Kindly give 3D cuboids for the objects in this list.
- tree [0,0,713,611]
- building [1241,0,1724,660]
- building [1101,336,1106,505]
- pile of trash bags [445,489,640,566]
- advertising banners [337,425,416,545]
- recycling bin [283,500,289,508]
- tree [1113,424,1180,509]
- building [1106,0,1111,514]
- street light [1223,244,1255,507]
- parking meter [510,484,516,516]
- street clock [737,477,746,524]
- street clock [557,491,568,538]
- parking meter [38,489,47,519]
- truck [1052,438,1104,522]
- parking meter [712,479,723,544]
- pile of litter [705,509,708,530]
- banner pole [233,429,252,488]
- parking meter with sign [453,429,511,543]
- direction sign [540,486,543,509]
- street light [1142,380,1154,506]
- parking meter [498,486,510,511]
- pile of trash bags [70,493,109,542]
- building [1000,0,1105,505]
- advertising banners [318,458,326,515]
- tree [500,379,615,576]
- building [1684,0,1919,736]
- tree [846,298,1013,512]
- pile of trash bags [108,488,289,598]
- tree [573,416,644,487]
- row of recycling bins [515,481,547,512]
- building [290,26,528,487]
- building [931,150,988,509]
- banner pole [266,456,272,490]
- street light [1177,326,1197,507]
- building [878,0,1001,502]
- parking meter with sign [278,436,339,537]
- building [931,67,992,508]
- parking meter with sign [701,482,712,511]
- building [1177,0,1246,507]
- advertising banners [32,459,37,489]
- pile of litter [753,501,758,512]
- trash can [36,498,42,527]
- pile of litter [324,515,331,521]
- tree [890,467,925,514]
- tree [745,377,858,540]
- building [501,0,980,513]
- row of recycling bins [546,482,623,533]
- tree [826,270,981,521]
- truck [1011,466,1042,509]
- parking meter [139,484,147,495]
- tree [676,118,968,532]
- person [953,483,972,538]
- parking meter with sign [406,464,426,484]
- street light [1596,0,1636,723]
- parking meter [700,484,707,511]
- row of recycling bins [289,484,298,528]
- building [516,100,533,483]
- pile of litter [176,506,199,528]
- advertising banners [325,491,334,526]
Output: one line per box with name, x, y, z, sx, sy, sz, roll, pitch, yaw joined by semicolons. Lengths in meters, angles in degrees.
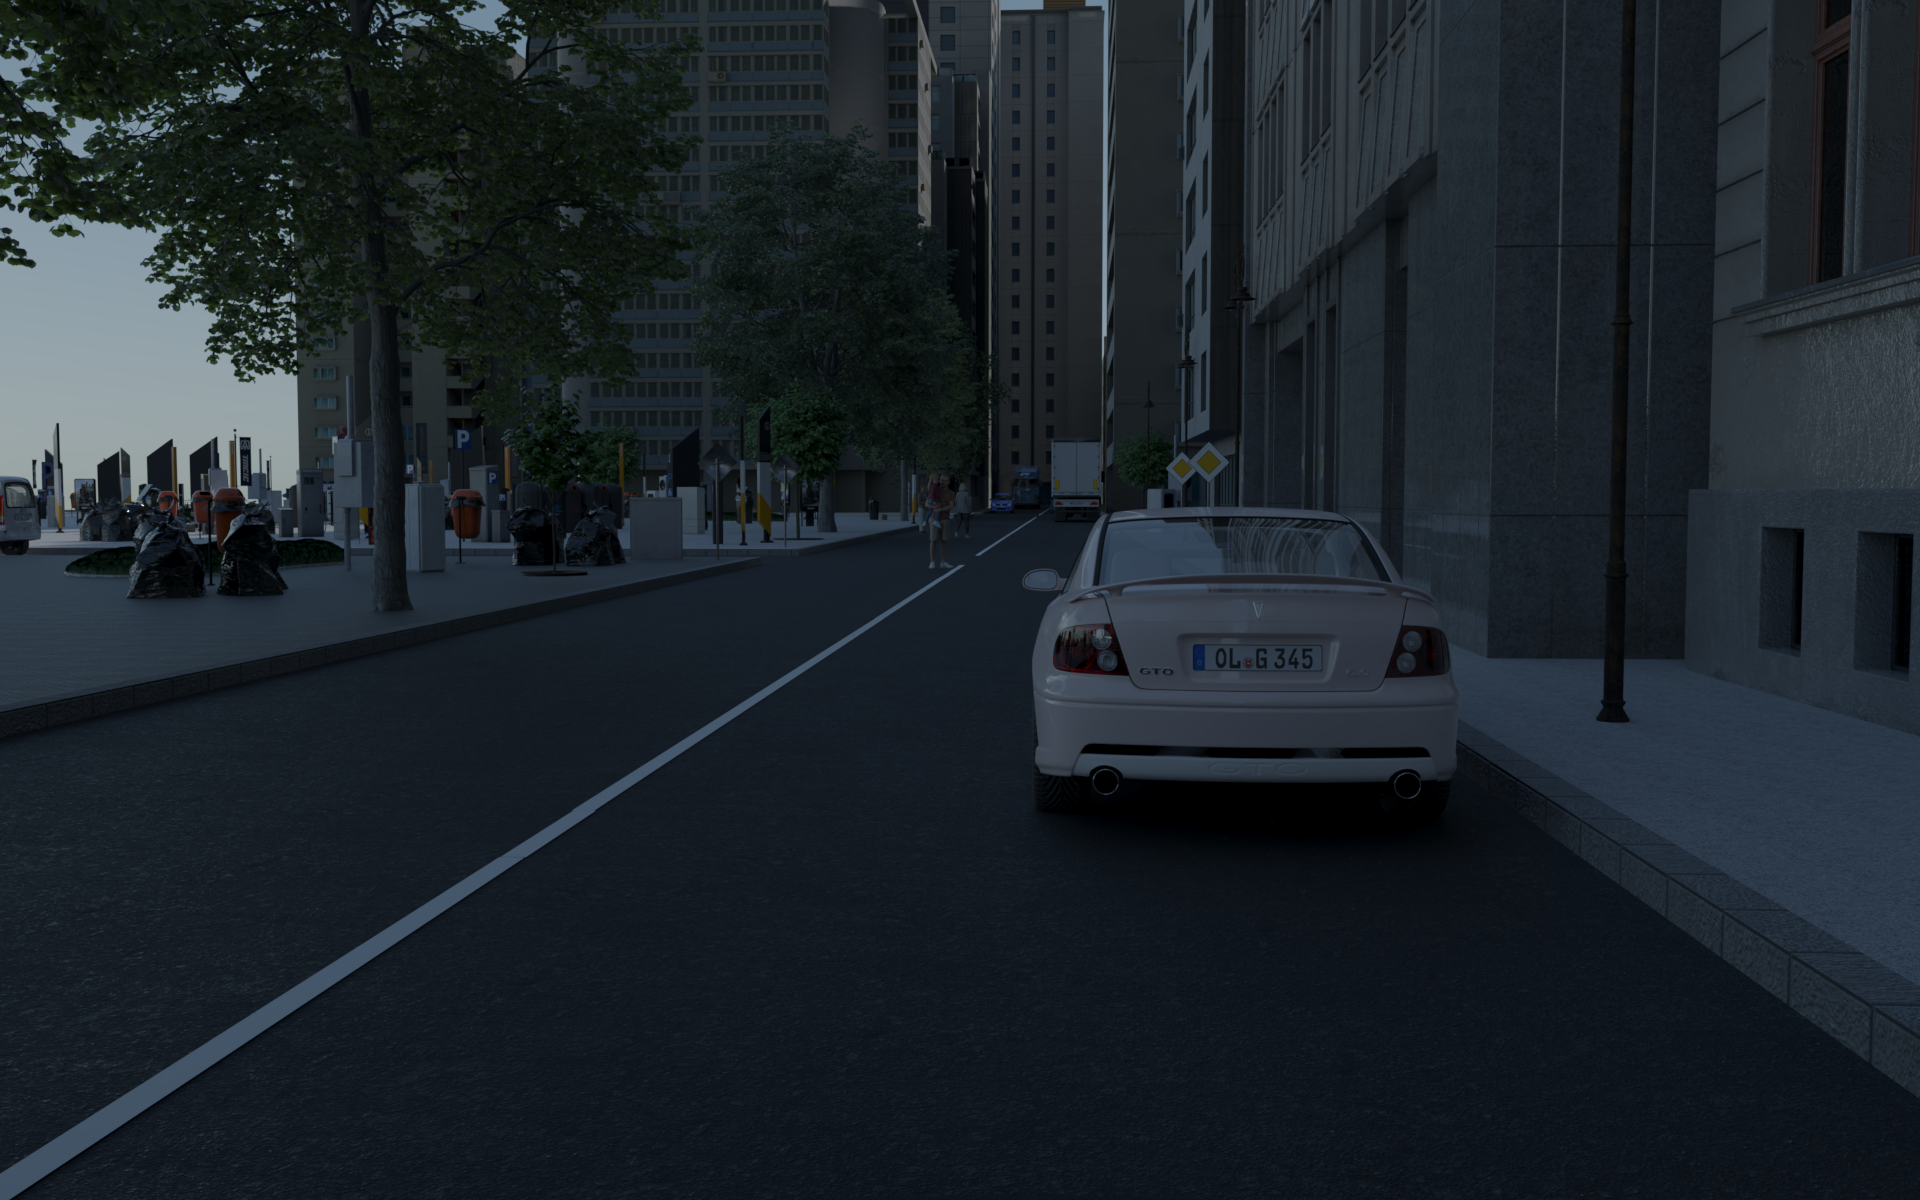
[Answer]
tree;-6.744;-6.160;18.835;7.486;12.596;7.792;0;3;0
building;10.748;-12.492;22.274;12.078;24.808;19.932;0;4;4
building;32.079;-22.448;212.057;28.899;21.520;27.650;0;4;4
pile of trash bags;-7.819;-1.351;31.844;3.447;1.369;1.912;1;4;15
advertising banners;-14.698;-2.907;43.724;2.074;3.025;0.090;0;4;6
recycling bin;-30.345;-4.056;78.866;0.722;1.027;0.722;0;4;-6
tree;8.807;-5.953;81.039;4.285;4.588;4.351;0;3;0
building;19.460;-29.161;100.490;21.300;48.544;21.600;0;4;4
street light;5.173;-3.638;32.261;0.468;5.910;1.993;0;4;4
parking meter;-26.109;-5.843;101.237;0.255;1.863;0.399;-3;4;-37
street clock;-9.346;-4.252;74.089;0.358;2.002;0.471;-1;4;-23
street clock;-11.501;-2.780;50.018;0.358;2.002;0.471;1;4;10
parking meter;-47.283;-4.942;89.209;0.372;1.533;0.369;0;3;0
truck;6.258;-6.305;92.002;2.839;4.237;11.283;0;4;5
parking meter;-6.209;-2.364;44.370;0.255;1.863;0.399;-1;4;-12
pile of litter;-9.478;-2.910;61.547;1.176;0.858;1.719;1;4;10
banner pole;-27.580;-4.679;66.525;0.401;3.779;0.863;3;5;41
parking meter with sign;-12.658;-3.044;46.023;1.738;3.016;0.543;2;4;34
direction sign;-10.455;-3.134;43.235;0.379;3.537;0.876;0;4;-8
street light;7.649;-5.969;70.376;0.468;5.910;1.993;0;4;4
parking meter;-12.771;-2.447;48.412;0.372;1.533;0.369;0;3;0
pile of trash bags;-22.394;-2.339;47.991;1.912;1.369;3.447;3;5;44
building;3.054;-40.838;209.700;28.212;58.520;21.231;0;4;4
advertising banners;-31.059;-5.390;84.318;0.090;3.025;2.074;-1;4;-10
tree;-6.297;-2.006;27.397;1.663;3.219;1.824;0;3;0
building;10.790;-13.024;0.334;14.401;28.519;23.554;0;4;4
tree;-1.761;-11.192;99.992;9.611;12.733;9.660;0;3;0
pile of trash bags;-9.902;-0.811;23.016;1.912;1.369;3.447;-1;4;-16
tree;-14.848;-5.468;73.115;4.285;4.588;4.351;0;3;0
row of recycling bins;-16.003;-3.683;67.329;1.069;1.692;3.534;-3;4;-38
building;-56.325;-34.341;185.180;21.600;48.544;21.300;0;4;4
building;-4.983;-23.058;148.703;14.160;30.474;14.107;0;4;4
banner pole;-45.135;-7.536;113.225;0.401;3.779;0.863;0;4;3
street light;6.243;-4.587;47.789;0.468;5.910;1.993;0;4;4
building;-6.387;-45.505;182.251;20.611;71.187;20.563;0;4;4
parking meter with sign;-19.463;-3.397;51.799;1.738;3.016;0.543;-3;4;-36
building;-4.368;-29.297;162.597;14.154;41.232;14.086;0;4;4
parking meter with sign;-16.296;-7.042;111.397;1.738;3.016;0.543;-1;4;-9
building;13.305;-16.773;45.943;14.107;30.474;14.160;0;4;4
advertising banners;-46.607;-5.532;86.641;0.090;3.025;2.074;0;4;-4
pile of litter;-13.957;-6.223;115.705;1.719;0.858;1.176;1;4;10
trash can;-34.713;-3.248;64.756;0.748;1.137;0.748;0;3;0
pile of litter;-30.043;-4.146;81.755;1.176;0.858;1.719;-1;4;-18
tree;-3.201;-9.823;110.970;4.360;8.622;3.978;0;3;0
tree;-4.489;-3.976;48.716;4.285;4.588;4.351;0;3;0
building;-14.918;-26.787;129.854;32.217;40.220;23.993;0;4;4
row of recycling bins;-13.352;-3.384;62.440;1.069;1.692;3.534;1;4;20
tree;-3.049;-10.058;82.582;7.486;12.596;7.792;0;3;0
truck;6.696;-11.126;171.665;2.967;4.110;18.799;0;4;3
parking meter;-45.359;-5.532;96.154;0.255;1.863;0.399;1;4;18
tree;-4.573;-9.244;57.799;9.857;13.997;8.962;0;3;0
person;0.028;-2.898;56.070;0.709;1.800;0.728;2;4;35
parking meter with sign;-32.057;-6.520;102.855;0.543;3.016;1.738;1;4;22
street light;3.693;-2.253;9.620;0.468;5.910;1.993;0;4;4
parking meter;-15.074;-5.876;101.784;0.255;1.863;0.399;2;4;32
row of recycling bins;-25.595;-3.701;67.625;1.069;1.692;3.534;-1;4;-18
building;-31.187;-32.317;183.008;28.867;44.769;22.147;0;4;4
pile of litter;-29.290;-3.135;65.225;1.719;0.858;1.176;2;4;31
advertising banners;-25.002;-4.547;70.527;0.090;3.025;2.074;1;4;19
